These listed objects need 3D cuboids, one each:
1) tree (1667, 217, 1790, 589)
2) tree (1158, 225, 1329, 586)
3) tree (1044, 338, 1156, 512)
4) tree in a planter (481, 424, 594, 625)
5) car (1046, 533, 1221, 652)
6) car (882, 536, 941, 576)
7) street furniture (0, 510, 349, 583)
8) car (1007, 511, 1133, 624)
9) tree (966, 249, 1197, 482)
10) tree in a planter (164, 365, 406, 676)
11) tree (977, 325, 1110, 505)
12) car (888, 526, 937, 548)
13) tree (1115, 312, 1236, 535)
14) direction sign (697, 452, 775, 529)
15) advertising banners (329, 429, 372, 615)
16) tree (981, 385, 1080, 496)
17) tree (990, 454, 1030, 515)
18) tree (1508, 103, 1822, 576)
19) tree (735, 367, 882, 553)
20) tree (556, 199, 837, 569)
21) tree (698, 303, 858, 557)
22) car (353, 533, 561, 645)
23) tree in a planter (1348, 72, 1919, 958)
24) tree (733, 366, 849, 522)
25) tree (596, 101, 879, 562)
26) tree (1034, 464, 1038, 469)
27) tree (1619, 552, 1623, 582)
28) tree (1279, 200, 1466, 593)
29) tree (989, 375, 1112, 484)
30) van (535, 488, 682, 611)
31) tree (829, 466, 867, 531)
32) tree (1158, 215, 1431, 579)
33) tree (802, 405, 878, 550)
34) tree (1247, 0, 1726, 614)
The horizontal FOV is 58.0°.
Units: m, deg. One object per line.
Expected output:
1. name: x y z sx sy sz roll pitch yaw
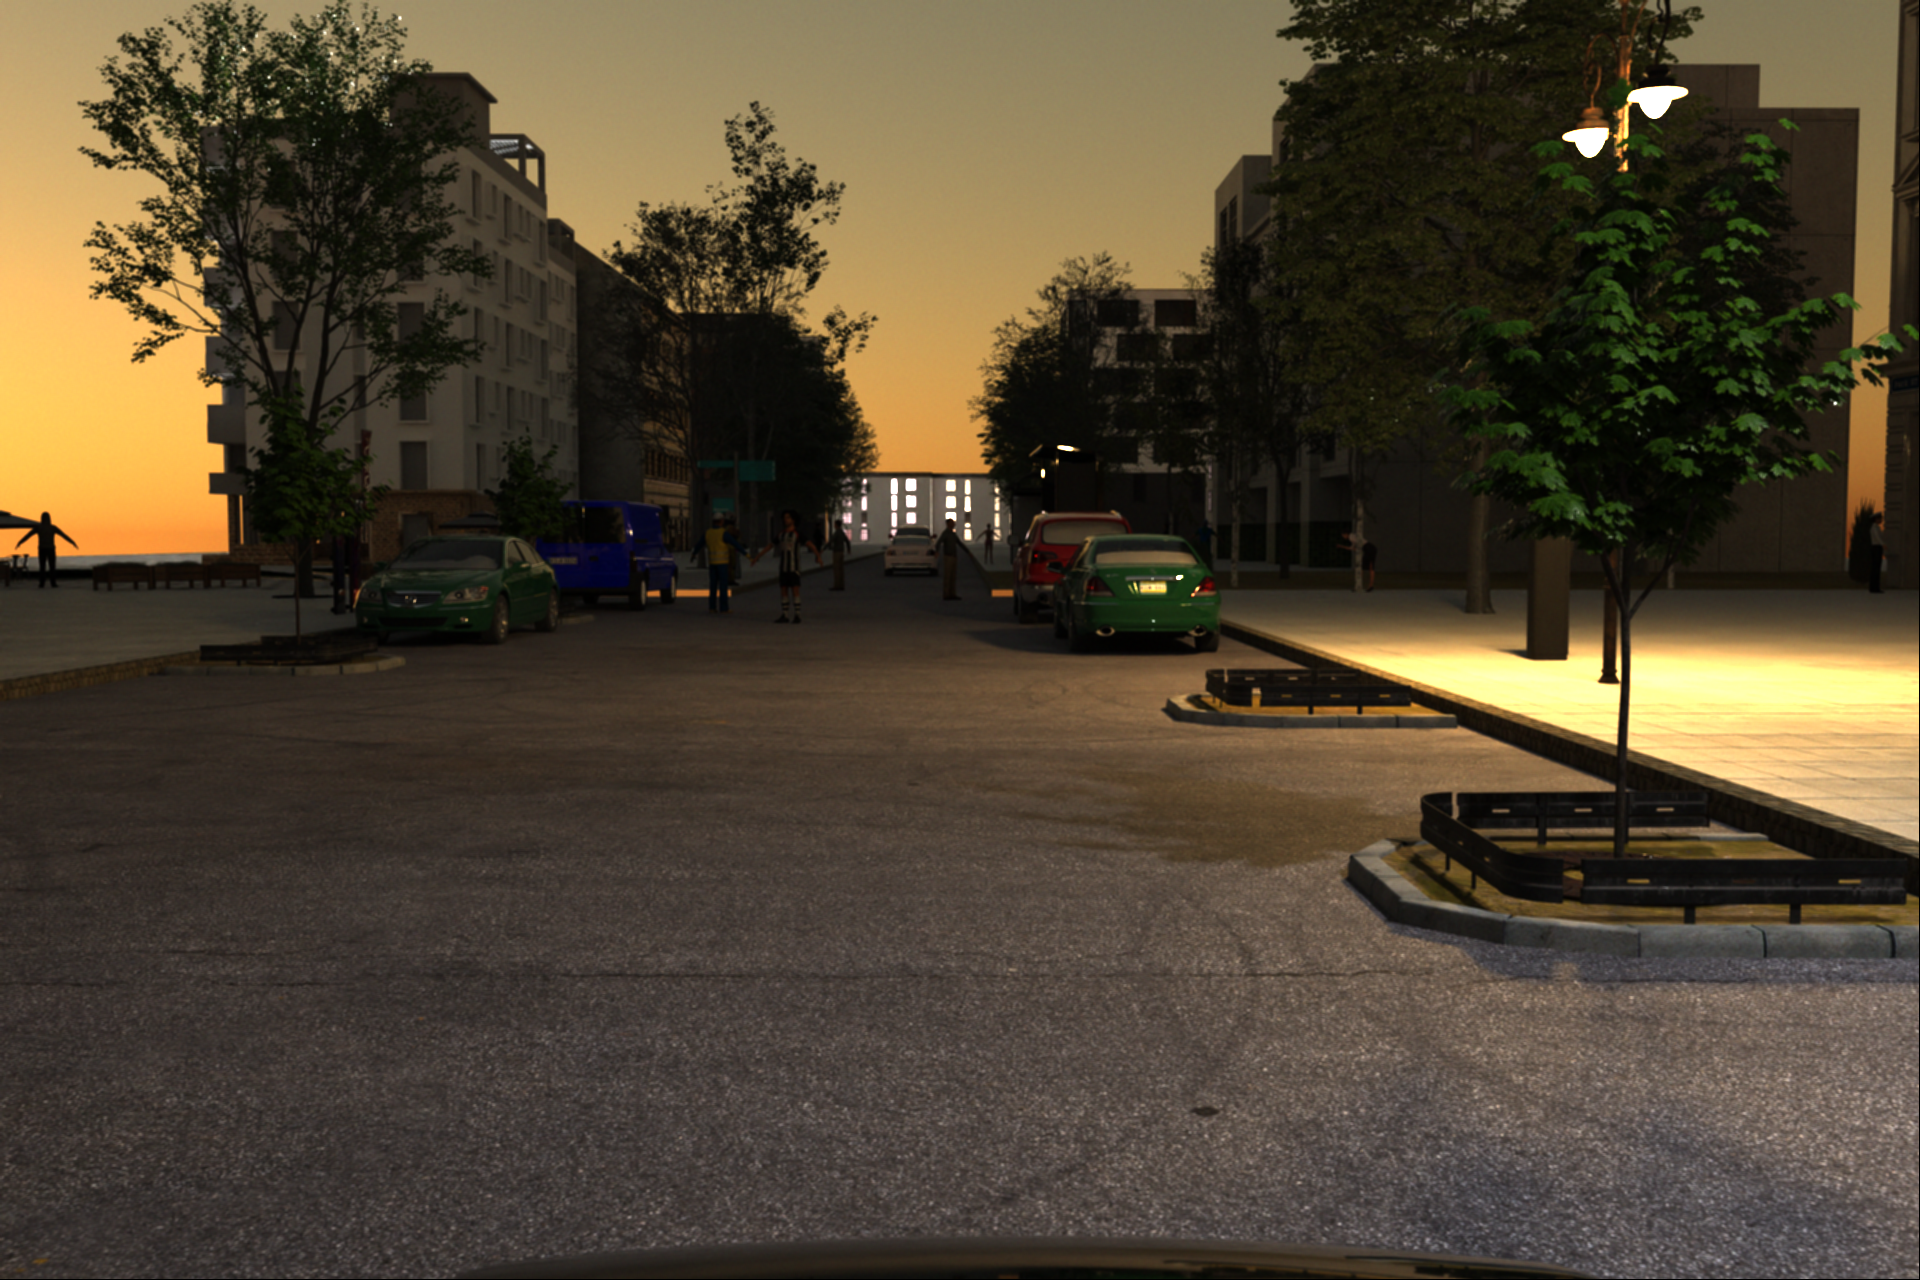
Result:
1. tree: 16.662 -5.523 40.668 4.360 8.622 3.978 0 3 0
2. tree: 6.498 -5.621 42.258 4.360 8.622 3.978 0 3 0
3. tree: 4.919 -7.066 65.894 4.360 8.622 3.978 0 3 0
4. tree in a planter: -7.069 -1.894 28.193 1.991 3.239 1.994 0 4 1
5. car: 2.221 -0.651 22.445 2.131 1.459 4.920 0 4 -1
6. car: -1.688 -2.934 60.330 2.083 1.381 4.827 0 4 -1
7. street furniture: -30.862 -2.814 51.039 27.439 1.986 14.083 0 4 -8
8. car: 1.948 -1.252 29.137 2.281 1.827 5.304 0 4 0
9. tree: 5.361 -10.076 75.105 12.009 13.543 11.850 0 3 0
10. tree in a planter: -7.070 -1.295 18.403 1.991 3.239 1.994 0 4 0
11. tree: 4.504 -10.789 94.521 7.486 12.596 7.792 0 3 0
12. car: -2.215 -4.463 81.643 2.281 1.827 5.304 0 4 -1
13. tree: 7.368 -6.599 58.264 4.737 8.622 4.395 0 3 0
14. direction sign: -7.238 -4.156 56.719 2.525 3.948 1.411 0 4 0
15. advertising banners: -9.952 -1.970 28.404 0.090 3.025 2.074 0 4 -1
16. tree: 5.294 -11.682 116.749 9.928 11.665 9.643 0 3 0
17. tree: 4.754 -11.860 144.269 4.737 8.622 4.395 0 3 0
18. tree: 20.857 -8.954 53.056 9.857 13.997 8.962 0 3 0
19. tree: -10.288 -12.634 116.934 12.009 13.543 11.850 0 3 0
20. tree: -9.603 -9.374 63.642 12.009 13.543 11.850 0 3 0
21. tree: -9.994 -11.545 95.421 9.857 13.997 8.962 0 3 0
22. car: -6.844 -0.744 23.970 2.131 1.459 4.920 0 4 0
23. tree in a planter: 2.610 -0.583 6.749 1.991 3.239 1.994 0 4 1
24. tree: -10.833 -11.489 105.979 7.486 12.596 7.792 0 3 0
25. tree: -10.139 -13.622 78.615 12.611 20.169 13.585 0 3 0
26. tree: 5.532 -11.483 138.107 4.737 8.622 4.395 0 3 0
27. tree: 17.675 -5.821 45.539 4.737 8.622 4.395 0 3 0
28. tree: 8.521 -5.347 37.781 4.360 8.622 3.978 0 3 0
29. tree: 5.621 -11.060 106.581 9.928 11.665 9.643 0 3 0
30. van: -6.817 -1.807 33.921 2.240 2.365 5.245 0 4 0
31. tree: -10.697 -11.962 145.948 4.360 8.622 3.978 0 3 0
32. tree: 9.441 -7.033 49.405 8.767 10.594 7.601 2 4 27
33. tree: -10.235 -12.892 136.540 9.928 11.665 9.643 0 3 0
34. tree: 8.085 -6.683 27.402 7.486 12.596 7.792 0 3 0
